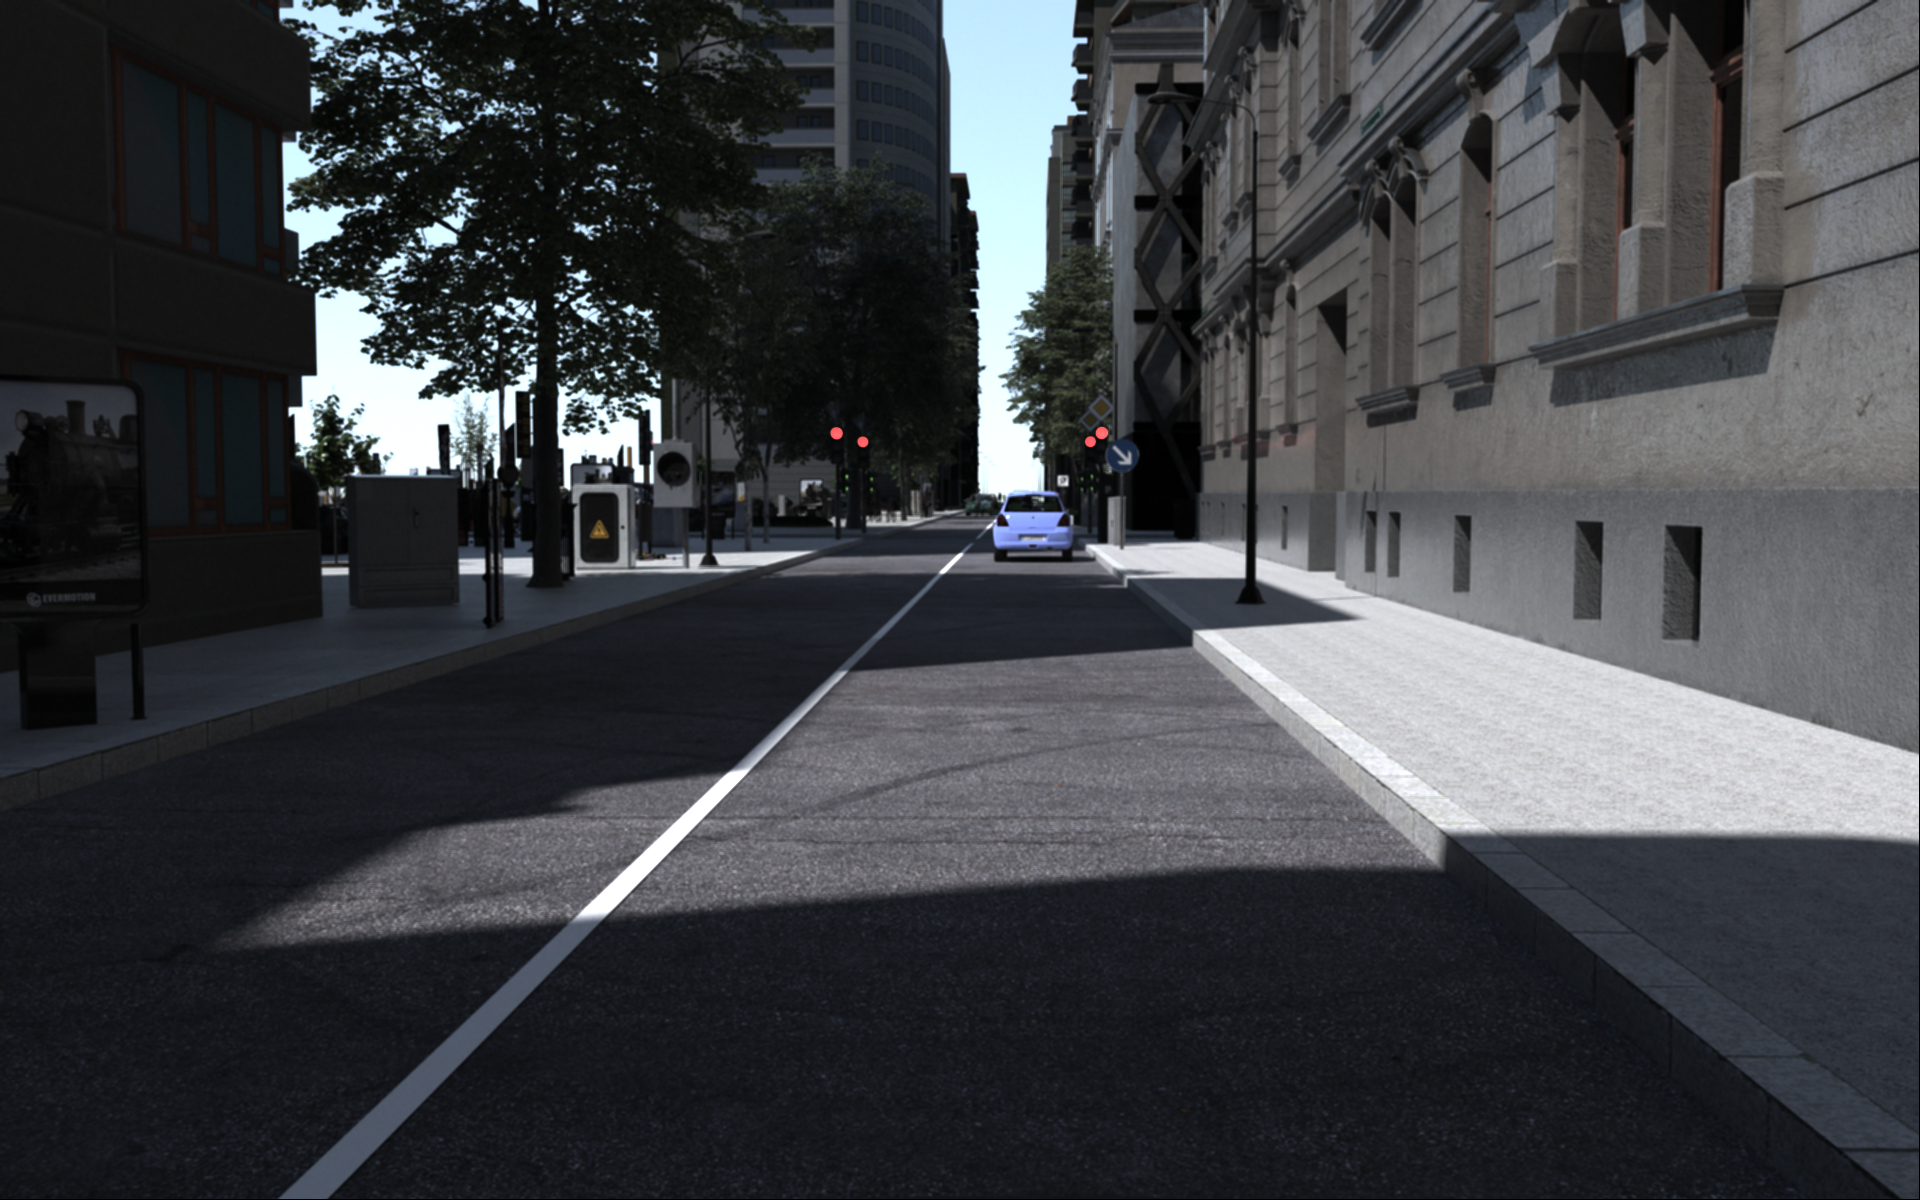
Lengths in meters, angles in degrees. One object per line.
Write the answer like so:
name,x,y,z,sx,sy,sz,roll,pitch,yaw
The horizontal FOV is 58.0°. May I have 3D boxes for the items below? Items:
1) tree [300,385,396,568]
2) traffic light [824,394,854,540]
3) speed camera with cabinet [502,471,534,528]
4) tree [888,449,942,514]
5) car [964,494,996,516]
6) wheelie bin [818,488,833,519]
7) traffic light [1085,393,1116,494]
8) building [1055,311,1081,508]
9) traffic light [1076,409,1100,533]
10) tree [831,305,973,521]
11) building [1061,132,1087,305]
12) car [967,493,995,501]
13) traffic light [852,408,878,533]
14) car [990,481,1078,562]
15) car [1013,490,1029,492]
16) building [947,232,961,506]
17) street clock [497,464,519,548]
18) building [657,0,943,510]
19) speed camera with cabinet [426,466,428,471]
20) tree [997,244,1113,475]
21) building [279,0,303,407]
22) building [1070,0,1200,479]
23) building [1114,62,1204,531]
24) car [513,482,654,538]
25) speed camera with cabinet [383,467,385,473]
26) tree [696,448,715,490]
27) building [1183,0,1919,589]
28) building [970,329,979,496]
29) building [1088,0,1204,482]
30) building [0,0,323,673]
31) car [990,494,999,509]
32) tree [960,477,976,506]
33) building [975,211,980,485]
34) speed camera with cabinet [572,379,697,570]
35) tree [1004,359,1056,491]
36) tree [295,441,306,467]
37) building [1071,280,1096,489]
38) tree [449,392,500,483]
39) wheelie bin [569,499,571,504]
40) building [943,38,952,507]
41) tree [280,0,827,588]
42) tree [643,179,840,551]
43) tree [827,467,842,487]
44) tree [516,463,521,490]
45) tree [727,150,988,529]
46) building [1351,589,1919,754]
tree,-11.061,-2.191,30.431,1.663,3.219,1.824,0,3,0
traffic light,-3.422,-3.661,48.777,0.839,4.253,0.868,0,4,2
speed camera with cabinet,-16.413,-4.318,64.938,2.038,3.252,0.660,0,4,-7
tree,-2.878,-7.799,111.227,4.285,4.588,4.351,0,3,0
car,1.329,-6.324,115.201,2.131,1.459,4.920,0,4,2
wheelie bin,-6.878,-4.864,87.427,0.693,1.594,0.980,1,4,22
traffic light,3.935,-3.646,48.528,0.839,4.253,0.868,0,4,2
building,23.855,-20.326,177.369,27.650,21.520,28.899,0,4,2
traffic light,4.223,-4.134,56.508,0.839,4.253,0.868,0,4,2
tree,-3.025,-9.070,82.712,7.601,10.594,8.767,-1,4,-10
building,18.502,-31.488,198.426,14.154,41.232,14.086,0,4,2
car,1.585,-7.340,129.050,2.155,1.783,4.494,0,4,3
traffic light,-3.134,-4.149,56.757,0.839,4.253,0.868,0,4,2
car,1.620,-1.732,37.904,1.945,1.707,3.694,0,4,3
car,5.608,-9.146,158.204,2.281,1.827,5.304,0,4,3
building,-7.143,-26.066,197.886,14.160,30.474,14.107,0,4,2
street clock,-10.751,-2.243,41.245,0.358,2.002,0.471,3,5,43
building,-12.538,-36.947,146.078,21.231,58.520,28.212,0,4,2
speed camera with cabinet,-37.460,-7.757,121.158,0.660,3.252,2.038,1,4,13
tree,5.415,-9.870,79.510,7.486,12.596,7.792,0,3,0
building,-31.746,-25.460,35.886,30.456,49.044,23.786,0,4,2
building,20.610,-30.117,147.030,22.147,44.769,28.867,0,4,2
building,14.582,-12.090,65.124,16.811,18.784,16.820,0,4,2
car,-11.272,-2.771,53.971,5.304,1.827,2.281,0,4,3
speed camera with cabinet,-40.798,-7.777,121.496,0.660,3.252,2.038,2,4,30
tree,-16.670,-7.436,105.299,4.285,4.588,4.351,0,3,0
building,12.232,-15.145,35.009,14.401,28.519,23.554,0,4,2
building,-4.200,-31.208,281.956,14.160,30.474,14.107,0,4,2
building,14.214,-19.053,97.415,13.634,28.700,20.117,0,4,2
building,-21.000,-9.694,3.538,27.650,21.520,28.899,0,4,2
car,2.511,-8.850,153.485,1.959,1.807,4.718,0,4,1
tree,1.020,-12.206,194.166,1.663,3.219,1.824,0,3,0
building,-8.289,-37.039,260.206,22.147,44.769,28.867,0,4,2
speed camera with cabinet,-5.553,-2.154,29.560,2.038,3.252,0.660,0,4,-1
tree,12.737,-22.108,217.352,12.611,20.169,13.585,0,3,0
tree,-35.231,-6.452,89.209,4.285,4.588,4.351,0,3,0
building,16.237,-15.572,122.048,16.820,18.784,16.811,0,4,2
tree,-34.324,-10.530,122.531,4.737,8.622,4.395,0,3,0
wheelie bin,-9.035,-2.090,42.081,0.980,1.594,0.693,0,4,-1
building,-8.106,-31.698,168.373,14.600,45.320,14.200,0,4,2
tree,-5.737,-6.475,23.989,7.486,12.596,7.792,0,3,0
tree,-5.003,-5.416,38.907,4.360,8.622,3.978,0,3,0
tree,-8.342,-7.878,123.412,1.663,3.219,1.824,0,3,0
tree,-25.098,-6.418,99.536,1.663,3.219,1.824,0,3,0
tree,-3.995,-9.582,63.329,9.857,13.997,8.962,0,3,0
building,11.084,-13.709,11.525,14.401,28.519,23.554,0,4,2
